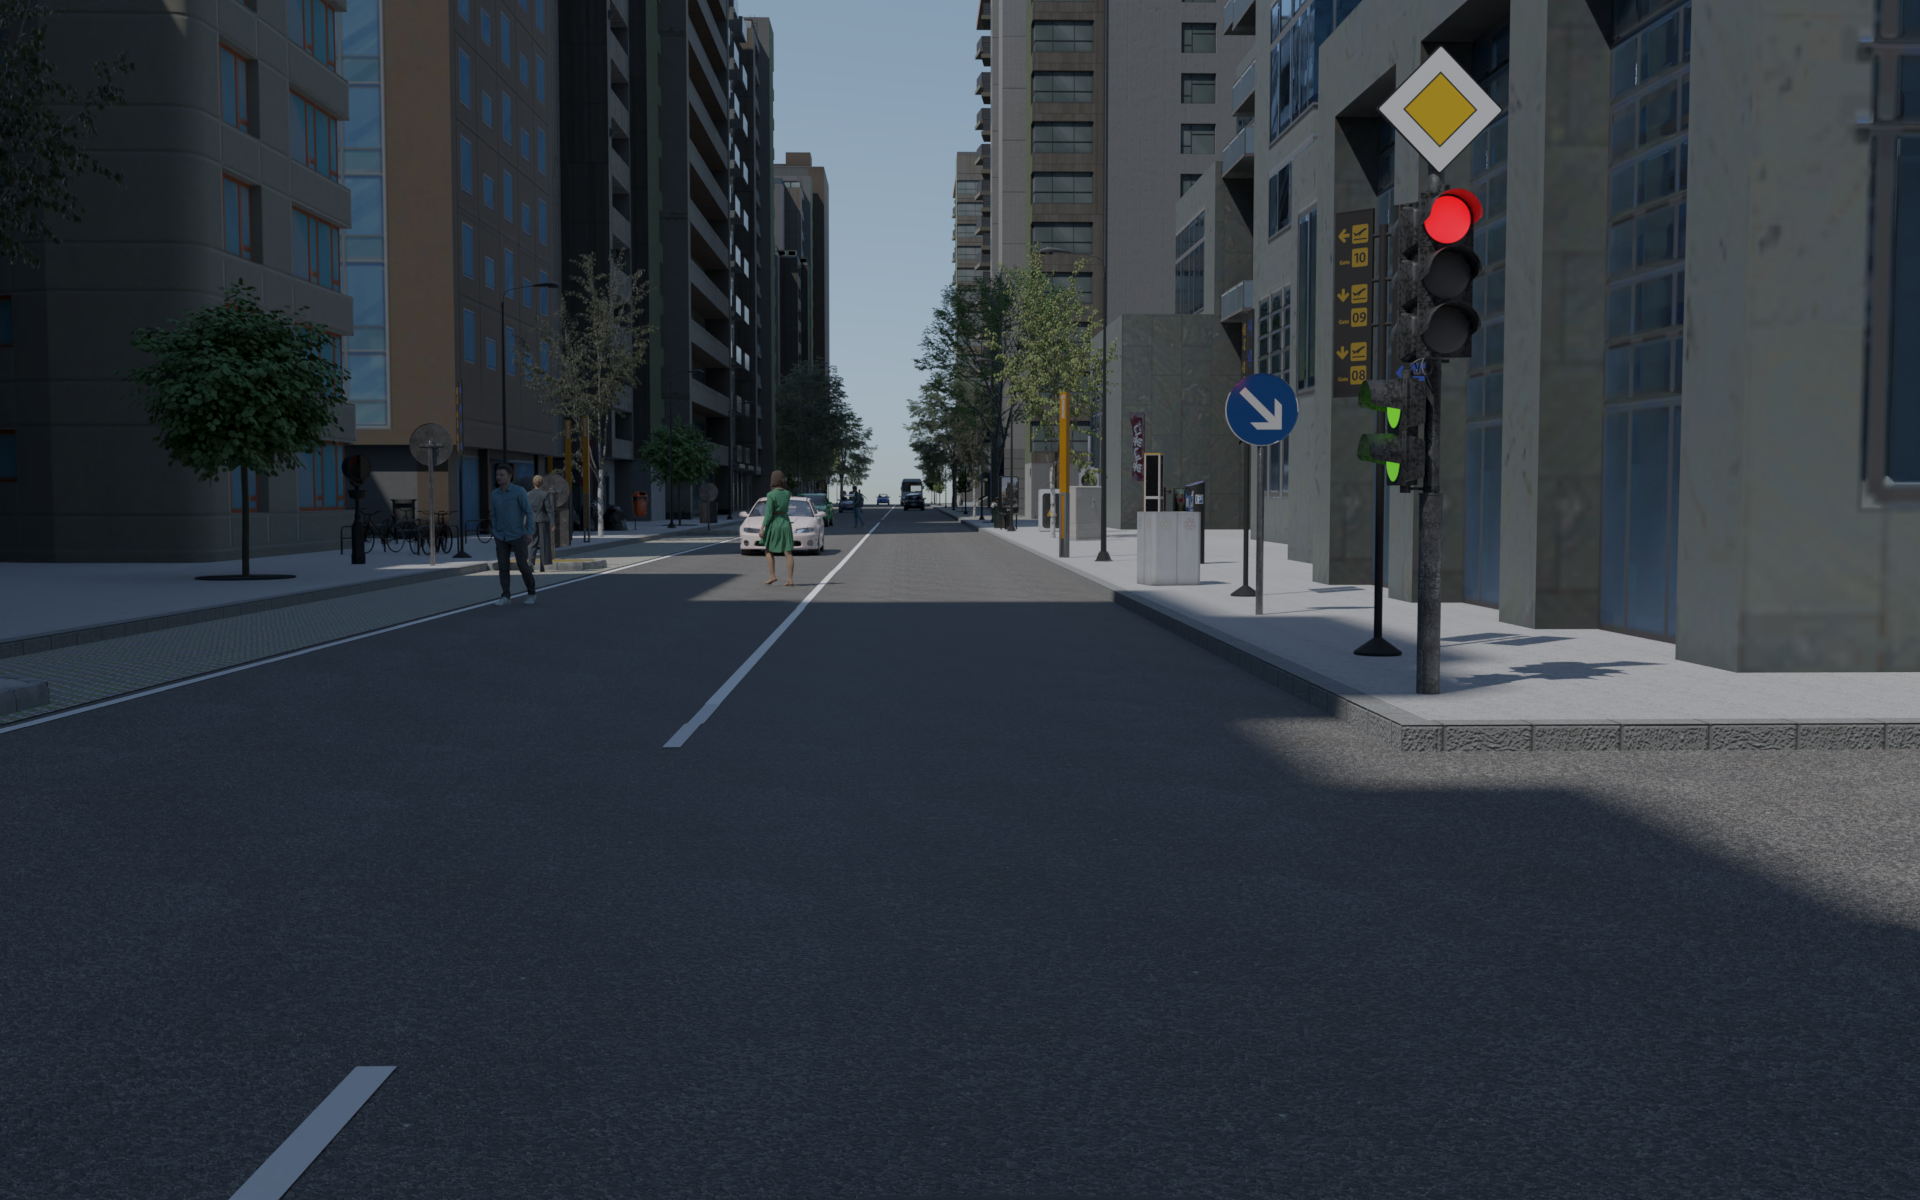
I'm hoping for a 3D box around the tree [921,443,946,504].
[{"bbox_3d":[-3.342,-16.970,227.822,4.737,8.622,4.395,0,3,0],"label":"tree"}]

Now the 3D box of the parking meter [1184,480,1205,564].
[{"bbox_3d":[4.311,-1.431,31.816,0.372,1.533,0.369,0,3,0],"label":"parking meter"}]

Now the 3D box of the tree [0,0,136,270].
[{"bbox_3d":[-10.161,-4.088,17.199,4.360,8.622,3.978,0,3,0],"label":"tree"}]

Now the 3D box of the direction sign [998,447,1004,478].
[{"bbox_3d":[1.956,-5.617,83.829,0.379,3.537,0.876,-1,4,-21],"label":"direction sign"}]

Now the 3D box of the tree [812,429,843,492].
[{"bbox_3d":[-14.802,-14.417,186.073,4.737,8.622,4.395,0,3,0],"label":"tree"}]

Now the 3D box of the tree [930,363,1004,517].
[{"bbox_3d":[0.587,-8.918,96.171,4.360,8.622,3.978,0,3,0],"label":"tree"}]

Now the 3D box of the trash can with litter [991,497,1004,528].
[{"bbox_3d":[1.413,-3.280,65.018,0.624,1.170,1.055,0,4,-6],"label":"trash can with litter"}]

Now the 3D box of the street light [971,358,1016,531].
[{"bbox_3d":[1.232,-5.314,59.421,1.470,5.913,1.316,0,4,-2],"label":"street light"}]

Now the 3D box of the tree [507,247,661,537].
[{"bbox_3d":[-10.902,-6.180,51.406,4.360,8.622,3.978,0,3,0],"label":"tree"}]

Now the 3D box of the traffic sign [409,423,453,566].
[{"bbox_3d":[-9.460,-1.889,30.989,0.768,2.556,0.104,0,4,-2],"label":"traffic sign"}]

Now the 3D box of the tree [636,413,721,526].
[{"bbox_3d":[-11.493,-5.316,70.624,4.285,4.588,4.351,0,3,0],"label":"tree"}]

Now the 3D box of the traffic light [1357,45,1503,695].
[{"bbox_3d":[2.991,-1.352,11.028,0.839,4.253,0.868,0,4,-2],"label":"traffic light"}]

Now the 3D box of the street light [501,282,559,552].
[{"bbox_3d":[-9.479,-4.010,38.099,1.470,5.913,1.316,0,4,-2],"label":"street light"}]

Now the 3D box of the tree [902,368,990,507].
[{"bbox_3d":[-0.660,-16.208,171.648,9.857,13.997,8.962,0,3,0],"label":"tree"}]

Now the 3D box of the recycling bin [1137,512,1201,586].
[{"bbox_3d":[2.954,-0.734,24.550,0.722,1.027,0.722,-1,4,-13],"label":"recycling bin"}]

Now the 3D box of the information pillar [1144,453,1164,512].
[{"bbox_3d":[3.494,-1.636,31.248,0.304,2.012,0.304,1,4,19],"label":"information pillar"}]

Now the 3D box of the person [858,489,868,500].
[{"bbox_3d":[-8.228,-8.160,141.914,1.348,1.824,0.705,-1,4,-14],"label":"person"}]

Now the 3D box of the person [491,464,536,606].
[{"bbox_3d":[-5.759,-0.849,22.407,0.660,1.820,0.620,1,4,15],"label":"person"}]

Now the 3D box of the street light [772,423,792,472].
[{"bbox_3d":[-11.716,-8.627,113.587,1.470,5.913,1.316,0,4,-2],"label":"street light"}]

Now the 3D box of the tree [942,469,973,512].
[{"bbox_3d":[0.106,-7.927,124.204,1.663,3.219,1.824,0,3,0],"label":"tree"}]

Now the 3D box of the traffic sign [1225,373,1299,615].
[{"bbox_3d":[3.182,-1.115,18.339,0.768,2.556,0.104,0,4,4],"label":"traffic sign"}]

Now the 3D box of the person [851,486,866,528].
[{"bbox_3d":[-4.307,-3.880,72.284,0.721,1.781,0.623,-2,4,-29],"label":"person"}]

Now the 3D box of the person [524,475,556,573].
[{"bbox_3d":[-7.647,-1.381,31.496,0.576,1.772,0.534,-1,4,-12],"label":"person"}]

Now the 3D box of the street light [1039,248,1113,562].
[{"bbox_3d":[2.196,-3.688,32.841,1.470,5.913,1.316,0,4,-2],"label":"street light"}]

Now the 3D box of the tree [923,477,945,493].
[{"bbox_3d":[-3.595,-15.549,237.936,4.285,4.588,4.351,0,3,0],"label":"tree"}]

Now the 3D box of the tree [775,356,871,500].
[{"bbox_3d":[-14.619,-15.540,160.740,9.857,13.997,8.962,0,3,0],"label":"tree"}]

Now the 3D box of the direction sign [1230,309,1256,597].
[{"bbox_3d":[3.589,-1.815,21.666,0.379,3.537,0.876,0,4,1],"label":"direction sign"}]

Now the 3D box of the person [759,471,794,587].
[{"bbox_3d":[-2.812,-1.109,26.880,0.529,1.795,0.600,3,4,38],"label":"person"}]

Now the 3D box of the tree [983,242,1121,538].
[{"bbox_3d":[2.715,-6.114,50.327,4.737,8.622,4.395,0,3,0],"label":"tree"}]

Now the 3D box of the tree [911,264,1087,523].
[{"bbox_3d":[1.760,-9.267,77.266,9.928,11.665,9.643,0,3,0],"label":"tree"}]

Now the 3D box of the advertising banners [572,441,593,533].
[{"bbox_3d":[-12.875,-3.687,56.462,2.074,3.025,0.090,1,4,15],"label":"advertising banners"}]

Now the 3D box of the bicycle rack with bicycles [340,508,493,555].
[{"bbox_3d":[-11.895,-1.473,37.472,2.852,0.926,2.925,1,4,12],"label":"bicycle rack with bicycles"}]

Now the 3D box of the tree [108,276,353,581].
[{"bbox_3d":[-10.934,-2.596,26.165,4.285,4.588,4.351,0,3,0],"label":"tree"}]

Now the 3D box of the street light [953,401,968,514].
[{"bbox_3d":[0.547,-6.933,85.893,1.470,5.913,1.316,0,4,-2],"label":"street light"}]

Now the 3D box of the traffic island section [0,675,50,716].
[{"bbox_3d":[-7.155,0.700,10.829,2.009,0.180,2.903,0,4,-2],"label":"traffic island section"}]

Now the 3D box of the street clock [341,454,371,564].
[{"bbox_3d":[-11.017,-1.657,31.664,0.358,2.002,0.471,3,5,43],"label":"street clock"}]

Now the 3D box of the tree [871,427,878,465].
[{"bbox_3d":[-16.674,-20.719,245.406,9.857,13.997,8.962,0,3,0],"label":"tree"}]

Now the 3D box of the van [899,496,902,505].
[{"bbox_3d":[-6.997,-13.444,226.821,2.013,2.044,4.112,0,4,-3],"label":"van"}]

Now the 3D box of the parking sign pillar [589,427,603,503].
[{"bbox_3d":[-14.859,-5.007,70.330,1.447,3.967,1.447,-2,4,-24],"label":"parking sign pillar"}]

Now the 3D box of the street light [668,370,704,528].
[{"bbox_3d":[-10.282,-5.646,64.857,1.470,5.913,1.316,0,4,-2],"label":"street light"}]

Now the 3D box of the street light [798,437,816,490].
[{"bbox_3d":[-12.530,-10.234,139.863,1.470,5.913,1.316,0,4,-2],"label":"street light"}]

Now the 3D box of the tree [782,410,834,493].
[{"bbox_3d":[-13.359,-12.333,152.011,4.360,8.622,3.978,0,3,0],"label":"tree"}]

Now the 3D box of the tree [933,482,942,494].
[{"bbox_3d":[-2.489,-12.777,203.503,1.663,3.219,1.824,0,3,0],"label":"tree"}]

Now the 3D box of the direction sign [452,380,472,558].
[{"bbox_3d":[-10.013,-2.614,34.728,0.379,3.537,0.876,-1,4,-23],"label":"direction sign"}]

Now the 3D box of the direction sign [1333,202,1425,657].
[{"bbox_3d":[3.337,-1.329,13.734,0.379,3.537,0.876,-3,5,-45],"label":"direction sign"}]

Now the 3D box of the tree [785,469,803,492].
[{"bbox_3d":[-13.266,-8.545,134.315,1.663,3.219,1.824,0,3,0],"label":"tree"}]

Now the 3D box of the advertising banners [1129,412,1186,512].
[{"bbox_3d":[4.359,-2.548,37.853,2.074,3.025,0.090,-3,5,-44],"label":"advertising banners"}]
